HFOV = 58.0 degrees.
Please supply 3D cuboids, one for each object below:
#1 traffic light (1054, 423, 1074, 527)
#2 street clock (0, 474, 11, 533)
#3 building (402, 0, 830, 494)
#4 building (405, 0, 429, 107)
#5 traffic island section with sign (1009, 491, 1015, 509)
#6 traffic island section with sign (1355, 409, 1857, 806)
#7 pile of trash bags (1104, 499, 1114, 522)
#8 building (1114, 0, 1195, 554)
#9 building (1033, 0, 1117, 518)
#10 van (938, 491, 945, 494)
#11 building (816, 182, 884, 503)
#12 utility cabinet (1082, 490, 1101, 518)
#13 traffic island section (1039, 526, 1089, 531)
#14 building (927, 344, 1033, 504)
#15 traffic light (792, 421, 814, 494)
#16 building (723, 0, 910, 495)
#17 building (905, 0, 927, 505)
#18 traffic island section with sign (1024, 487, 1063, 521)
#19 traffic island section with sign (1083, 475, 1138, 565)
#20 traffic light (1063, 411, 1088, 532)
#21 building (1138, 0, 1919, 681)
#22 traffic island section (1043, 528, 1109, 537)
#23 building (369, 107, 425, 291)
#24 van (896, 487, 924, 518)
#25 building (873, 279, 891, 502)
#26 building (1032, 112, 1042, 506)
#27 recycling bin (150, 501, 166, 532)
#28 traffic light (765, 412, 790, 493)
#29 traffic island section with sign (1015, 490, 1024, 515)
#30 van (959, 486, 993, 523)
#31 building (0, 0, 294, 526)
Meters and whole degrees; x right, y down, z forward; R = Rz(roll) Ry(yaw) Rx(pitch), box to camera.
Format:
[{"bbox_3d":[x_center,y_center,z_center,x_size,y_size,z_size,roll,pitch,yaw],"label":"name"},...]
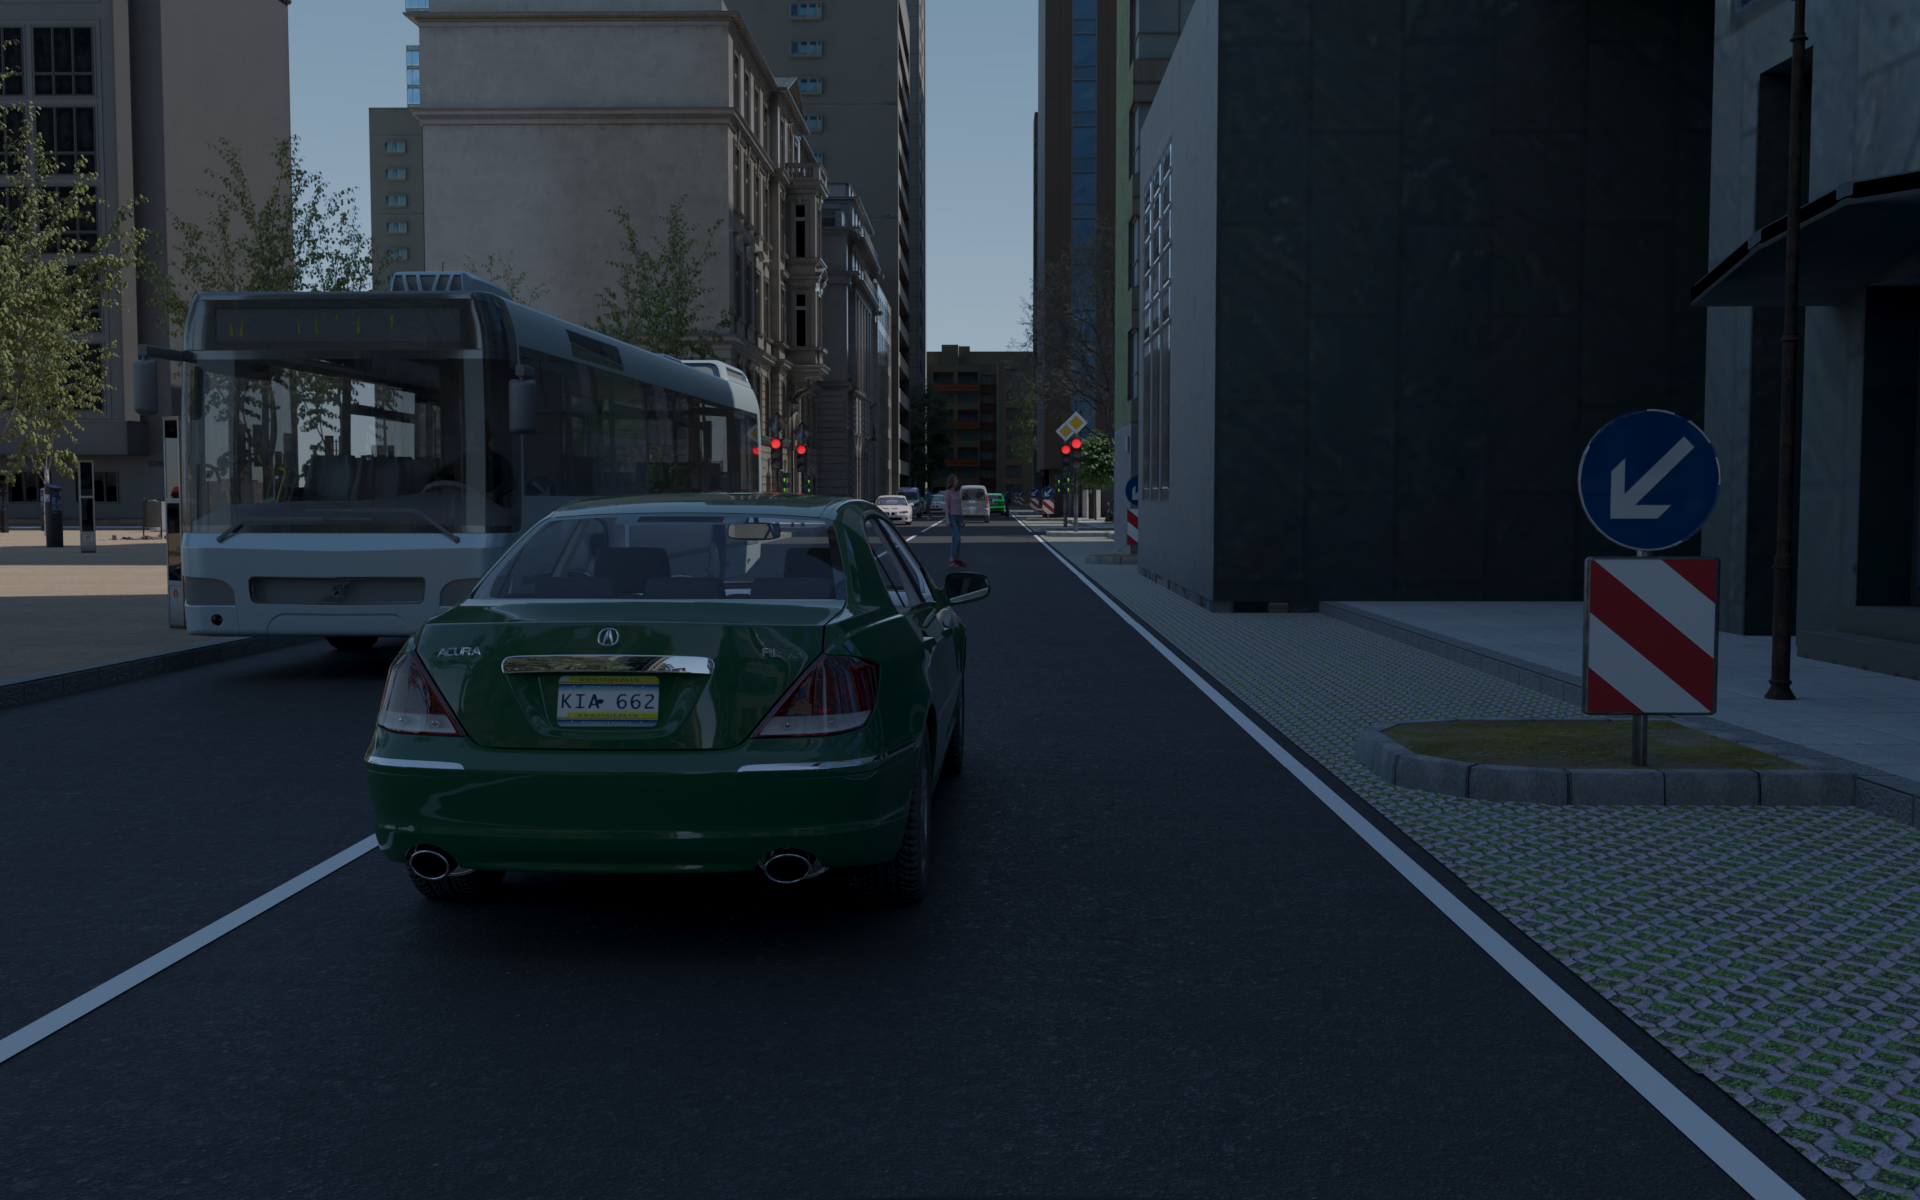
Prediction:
[{"bbox_3d":[4.044,-4.756,66.683,0.839,4.253,0.868,0,4,1],"label":"traffic light"},{"bbox_3d":[-31.586,-3.219,57.194,0.471,2.002,0.358,1,4,15],"label":"street clock"},{"bbox_3d":[-13.654,-16.164,83.368,14.460,24.649,34.723,0,4,1],"label":"building"},{"bbox_3d":[-61.589,-56.470,235.959,31.000,86.520,22.319,0,4,1],"label":"building"},{"bbox_3d":[5.796,-9.795,168.769,1.989,1.847,2.006,0,4,1],"label":"traffic island section with sign"},{"bbox_3d":[3.120,-0.014,8.857,1.989,1.847,2.006,0,4,1],"label":"traffic island section with sign"},{"bbox_3d":[8.290,-4.284,79.804,3.447,1.369,1.912,2,4,24],"label":"pile of trash bags"},{"bbox_3d":[11.001,-22.094,44.834,14.154,41.232,14.086,0,4,1],"label":"building"},{"bbox_3d":[11.698,-27.654,102.259,14.600,45.320,14.200,0,4,1],"label":"building"},{"bbox_3d":[-1.922,-12.383,209.467,2.013,2.044,4.112,0,4,-1],"label":"van"},{"bbox_3d":[-12.269,-16.573,112.768,13.314,21.916,24.055,0,4,1],"label":"building"},{"bbox_3d":[7.033,-5.140,92.722,0.318,1.500,1.173,3,5,43],"label":"utility cabinet"},{"bbox_3d":[4.084,-2.723,66.796,2.009,0.180,2.903,0,4,1],"label":"traffic island section"},{"bbox_3d":[-0.442,-24.137,239.677,28.899,21.520,27.650,0,4,1],"label":"building"},{"bbox_3d":[-6.066,-4.765,66.835,0.839,4.253,0.868,0,4,1],"label":"traffic light"},{"bbox_3d":[-15.534,-32.345,152.548,21.300,48.544,21.600,0,4,1],"label":"building"},{"bbox_3d":[-14.610,-47.031,207.215,20.611,71.187,20.563,0,4,1],"label":"building"},{"bbox_3d":[4.513,-5.062,91.391,1.989,1.847,2.006,0,4,1],"label":"traffic island section with sign"},{"bbox_3d":[3.572,-1.662,35.808,1.989,1.847,2.006,0,4,1],"label":"traffic island section with sign"},{"bbox_3d":[3.910,-4.268,58.699,0.839,4.253,0.868,0,4,1],"label":"traffic light"},{"bbox_3d":[14.103,-42.828,12.910,22.319,86.520,31.000,0,4,1],"label":"building"},{"bbox_3d":[3.950,-2.234,58.812,2.009,0.180,2.903,0,4,1],"label":"traffic island section"},{"bbox_3d":[-56.336,-35.714,207.632,21.600,48.544,21.300,0,4,1],"label":"building"},{"bbox_3d":[-3.209,-6.098,106.721,2.013,2.044,4.112,0,4,1],"label":"van"},{"bbox_3d":[-10.970,-17.051,133.529,10.420,20.320,16.860,0,4,1],"label":"building"},{"bbox_3d":[14.906,-30.879,188.471,14.154,41.232,14.086,0,4,1],"label":"building"},{"bbox_3d":[-27.086,-2.833,58.866,0.722,1.027,0.722,-3,4,-38],"label":"recycling bin"},{"bbox_3d":[-6.200,-4.277,58.851,0.839,4.253,0.868,0,4,1],"label":"traffic light"},{"bbox_3d":[4.948,-6.710,118.343,1.989,1.847,2.006,0,4,1],"label":"traffic island section with sign"},{"bbox_3d":[0.648,-4.890,86.965,2.013,2.044,4.112,0,4,0],"label":"van"},{"bbox_3d":[-42.979,-17.132,73.622,24.014,27.812,14.314,0,4,1],"label":"building"}]
